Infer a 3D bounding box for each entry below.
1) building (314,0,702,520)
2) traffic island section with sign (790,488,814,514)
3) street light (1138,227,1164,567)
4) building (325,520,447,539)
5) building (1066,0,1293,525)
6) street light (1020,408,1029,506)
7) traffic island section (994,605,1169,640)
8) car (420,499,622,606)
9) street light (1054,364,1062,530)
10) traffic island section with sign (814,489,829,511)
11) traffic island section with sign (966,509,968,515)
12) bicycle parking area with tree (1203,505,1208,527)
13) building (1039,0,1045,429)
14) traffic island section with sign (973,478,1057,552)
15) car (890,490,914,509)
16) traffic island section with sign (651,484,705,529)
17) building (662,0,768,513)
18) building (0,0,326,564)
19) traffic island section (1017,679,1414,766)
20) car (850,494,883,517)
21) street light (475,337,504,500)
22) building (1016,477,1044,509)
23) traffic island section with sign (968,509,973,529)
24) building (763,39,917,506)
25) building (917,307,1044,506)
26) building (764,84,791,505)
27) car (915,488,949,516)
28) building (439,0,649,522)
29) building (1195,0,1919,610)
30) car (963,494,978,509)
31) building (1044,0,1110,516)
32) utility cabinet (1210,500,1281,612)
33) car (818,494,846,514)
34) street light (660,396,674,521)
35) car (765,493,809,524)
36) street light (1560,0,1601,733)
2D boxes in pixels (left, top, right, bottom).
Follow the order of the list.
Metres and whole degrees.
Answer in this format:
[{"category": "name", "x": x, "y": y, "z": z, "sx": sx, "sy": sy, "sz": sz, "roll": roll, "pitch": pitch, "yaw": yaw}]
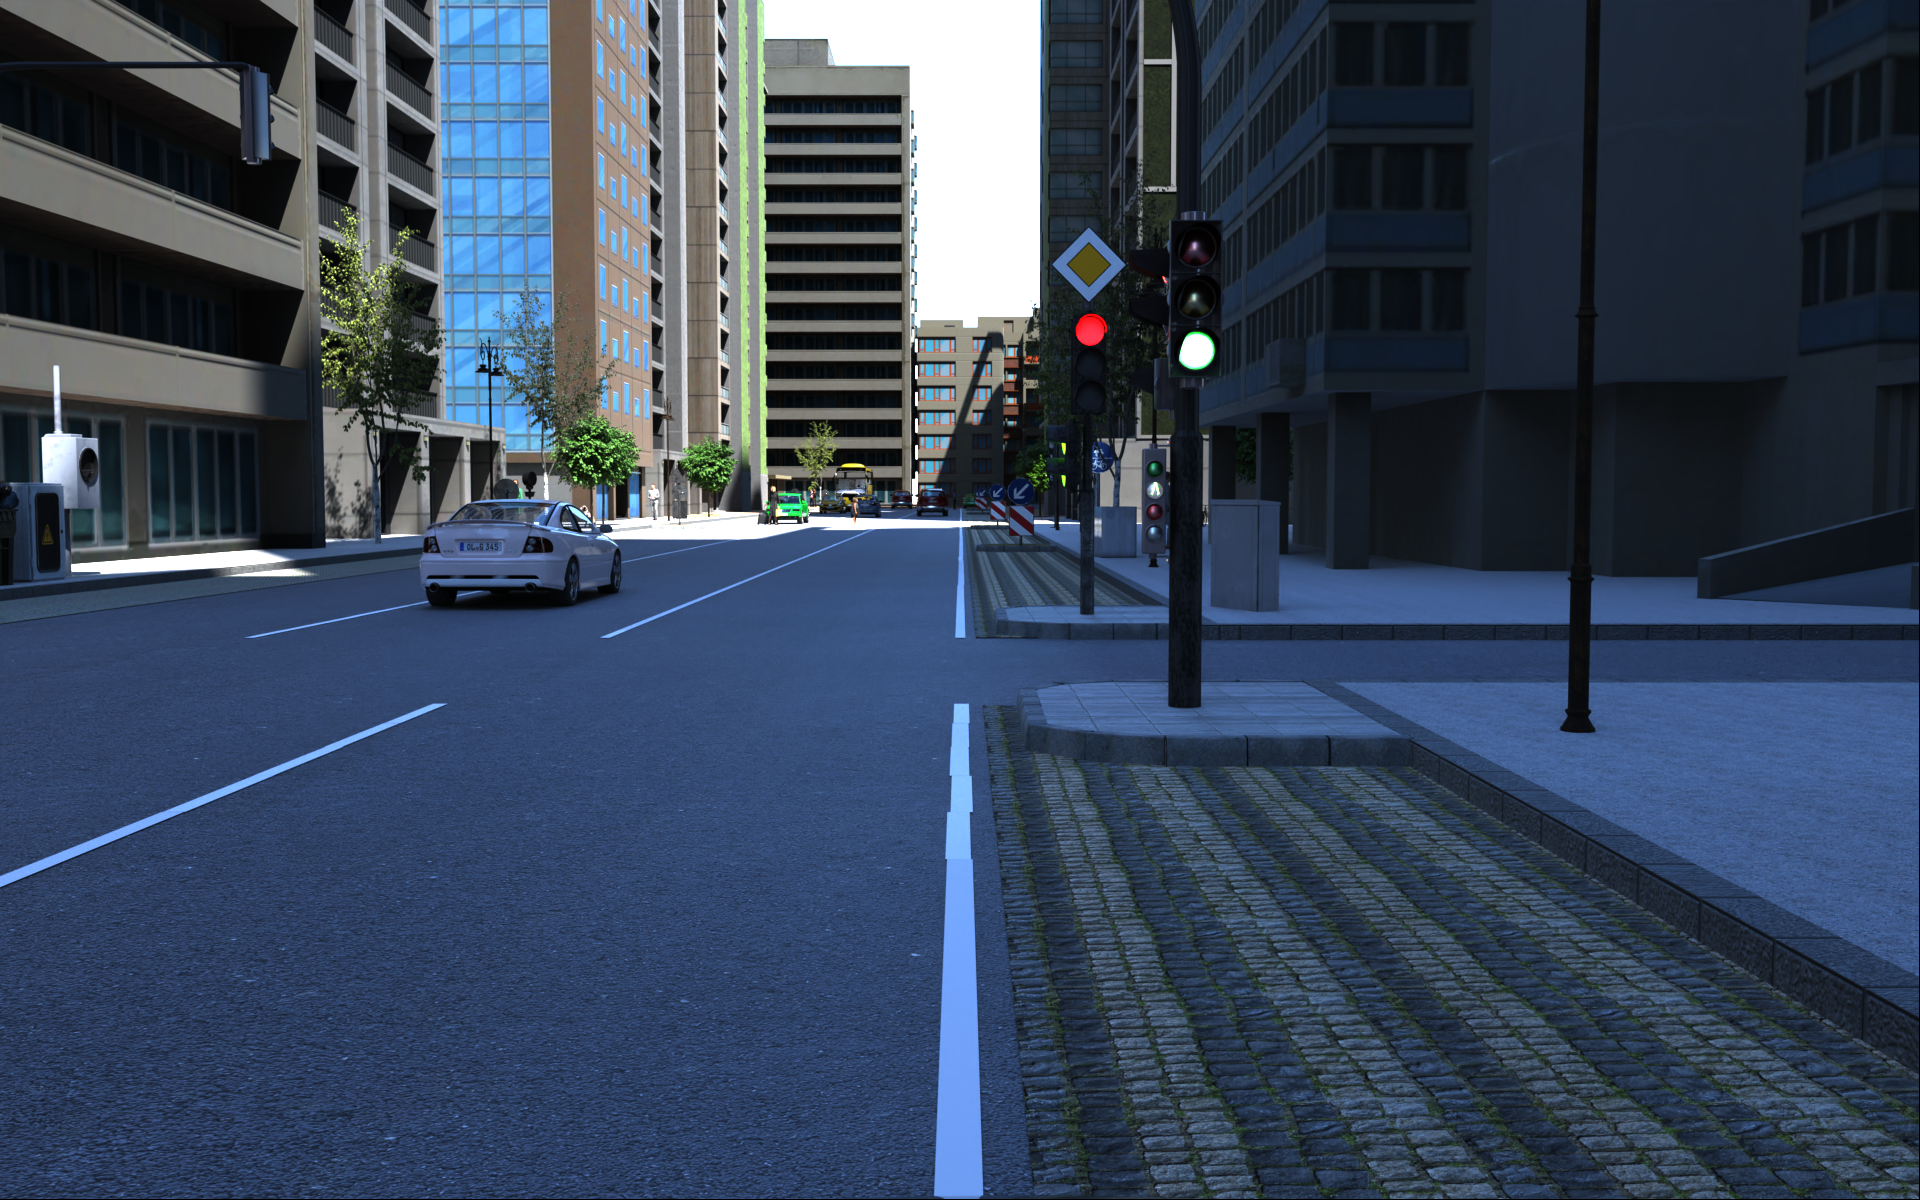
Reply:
[{"category": "building", "x": -26.481, "y": -40.632, "z": 102.589, "sx": 20.563, "sy": 71.187, "sz": 20.611, "roll": 0, "pitch": 3, "yaw": 0}, {"category": "traffic island section with sign", "x": -11.481, "y": -6.866, "z": 120.879, "sx": 1.989, "sy": 1.847, "sz": 2.006, "roll": 0, "pitch": 3, "yaw": 0}, {"category": "street light", "x": 3.398, "y": -3.513, "z": 30.229, "sx": 0.468, "sy": 5.910, "sz": 1.993, "roll": 0, "pitch": 3, "yaw": 0}, {"category": "building", "x": -27.078, "y": -37.896, "z": 57.853, "sx": 20.563, "sy": 71.187, "sz": 20.611, "roll": 0, "pitch": 3, "yaw": 0}, {"category": "building", "x": 15.751, "y": -39.170, "z": 78.686, "sx": 20.563, "sy": 71.187, "sz": 20.611, "roll": 0, "pitch": 3, "yaw": 0}, {"category": "street light", "x": 3.448, "y": -7.361, "z": 93.146, "sx": 0.468, "sy": 5.910, "sz": 1.993, "roll": 0, "pitch": 3, "yaw": 0}, {"category": "traffic island section", "x": 1.378, "y": 0.232, "z": 18.482, "sx": 2.009, "sy": 0.180, "sz": 2.903, "roll": 0, "pitch": 3, "yaw": 0}, {"category": "car", "x": -5.867, "y": -0.684, "z": 23.542, "sx": 2.083, "sy": 1.381, "sz": 4.827, "roll": 0, "pitch": 3, "yaw": 0}, {"category": "street light", "x": 3.467, "y": -5.417, "z": 61.350, "sx": 0.468, "sy": 5.910, "sz": 1.993, "roll": 0, "pitch": 3, "yaw": 0}, {"category": "traffic island section with sign", "x": -11.459, "y": -8.517, "z": 147.873, "sx": 1.989, "sy": 1.847, "sz": 2.006, "roll": 0, "pitch": 3, "yaw": 0}, {"category": "traffic island section with sign", "x": 1.452, "y": -6.859, "z": 120.778, "sx": 1.989, "sy": 1.847, "sz": 2.006, "roll": 0, "pitch": 3, "yaw": 0}, {"category": "bicycle parking area with tree", "x": 12.082, "y": -4.747, "z": 64.620, "sx": 8.231, "sy": 4.147, "sz": 9.016, "roll": 2, "pitch": 4, "yaw": 31}, {"category": "building", "x": 19.912, "y": -33.005, "z": 128.877, "sx": 28.713, "sy": 52.752, "sz": 27.495, "roll": 0, "pitch": 3, "yaw": 0}, {"category": "traffic island section with sign", "x": 1.404, "y": -2.133, "z": 43.501, "sx": 1.989, "sy": 1.847, "sz": 2.006, "roll": 0, "pitch": 3, "yaw": 0}, {"category": "car", "x": -5.645, "y": -9.755, "z": 168.159, "sx": 2.281, "sy": 1.827, "sz": 5.304, "roll": 0, "pitch": 4, "yaw": -2}, {"category": "traffic island section with sign", "x": -11.507, "y": -3.816, "z": 71.014, "sx": 1.989, "sy": 1.847, "sz": 2.006, "roll": 0, "pitch": 3, "yaw": 0}, {"category": "building", "x": -22.880, "y": -27.606, "z": 134.957, "sx": 14.154, "sy": 41.232, "sz": 14.086, "roll": 0, "pitch": 3, "yaw": 0}, {"category": "building", "x": -25.832, "y": -24.819, "z": 29.493, "sx": 21.300, "sy": 48.544, "sz": 21.600, "roll": 0, "pitch": 3, "yaw": 0}, {"category": "traffic island section", "x": 1.372, "y": 0.721, "z": 10.497, "sx": 2.009, "sy": 0.180, "sz": 2.903, "roll": 0, "pitch": 3, "yaw": 0}, {"category": "car", "x": -5.818, "y": -5.828, "z": 107.297, "sx": 2.014, "sy": 1.417, "sz": 4.499, "roll": 0, "pitch": 4, "yaw": -1}, {"category": "street light", "x": -13.818, "y": -4.784, "z": 51.007, "sx": 0.468, "sy": 5.910, "sz": 1.993, "roll": 0, "pitch": 3, "yaw": 0}, {"category": "building", "x": 21.386, "y": -28.343, "z": 155.286, "sx": 32.217, "sy": 40.220, "sz": 23.993, "roll": 0, "pitch": 3, "yaw": 0}, {"category": "traffic island section with sign", "x": 1.416, "y": -3.782, "z": 70.456, "sx": 1.989, "sy": 1.847, "sz": 2.006, "roll": 0, "pitch": 3, "yaw": 0}, {"category": "building", "x": -15.615, "y": -34.562, "z": 188.788, "sx": 21.600, "sy": 48.544, "sz": 21.300, "roll": 0, "pitch": 3, "yaw": 0}, {"category": "building", "x": 10.016, "y": -21.290, "z": 193.127, "sx": 28.899, "sy": 21.520, "sz": 27.650, "roll": 0, "pitch": 3, "yaw": 0}, {"category": "building", "x": -30.807, "y": -30.683, "z": 156.291, "sx": 28.867, "sy": 44.769, "sz": 22.147, "roll": 0, "pitch": 3, "yaw": 0}, {"category": "car", "x": -1.823, "y": -6.425, "z": 113.722, "sx": 2.281, "sy": 1.827, "sz": 5.304, "roll": 0, "pitch": 4, "yaw": -2}, {"category": "building", "x": -23.258, "y": -26.537, "z": 83.998, "sx": 14.600, "sy": 45.320, "sz": 14.200, "roll": 0, "pitch": 3, "yaw": 0}, {"category": "building", "x": 17.564, "y": -20.926, "z": 34.024, "sx": 23.993, "sy": 40.220, "sz": 32.217, "roll": 0, "pitch": 3, "yaw": 0}, {"category": "car", "x": 1.238, "y": -9.803, "z": 169.076, "sx": 1.959, "sy": 1.807, "sz": 4.718, "roll": 0, "pitch": 4, "yaw": 0}, {"category": "building", "x": 12.234, "y": -25.968, "z": 108.178, "sx": 14.154, "sy": 41.232, "sz": 14.086, "roll": 0, "pitch": 3, "yaw": 0}, {"category": "utility cabinet", "x": 3.181, "y": -0.500, "z": 19.337, "sx": 0.306, "sy": 1.237, "sz": 1.020, "roll": -1, "pitch": 4, "yaw": -22}, {"category": "car", "x": -9.338, "y": -7.154, "z": 127.194, "sx": 2.015, "sy": 1.641, "sz": 3.980, "roll": 0, "pitch": 4, "yaw": 2}, {"category": "street light", "x": -13.839, "y": -6.687, "z": 82.128, "sx": 0.468, "sy": 5.910, "sz": 1.993, "roll": 0, "pitch": 3, "yaw": 0}, {"category": "car", "x": -8.378, "y": -4.608, "z": 84.131, "sx": 1.959, "sy": 1.807, "sz": 4.718, "roll": 0, "pitch": 4, "yaw": 1}, {"category": "street light", "x": 3.347, "y": -2.227, "z": 9.205, "sx": 0.468, "sy": 5.910, "sz": 1.993, "roll": 0, "pitch": 3, "yaw": 0}]
